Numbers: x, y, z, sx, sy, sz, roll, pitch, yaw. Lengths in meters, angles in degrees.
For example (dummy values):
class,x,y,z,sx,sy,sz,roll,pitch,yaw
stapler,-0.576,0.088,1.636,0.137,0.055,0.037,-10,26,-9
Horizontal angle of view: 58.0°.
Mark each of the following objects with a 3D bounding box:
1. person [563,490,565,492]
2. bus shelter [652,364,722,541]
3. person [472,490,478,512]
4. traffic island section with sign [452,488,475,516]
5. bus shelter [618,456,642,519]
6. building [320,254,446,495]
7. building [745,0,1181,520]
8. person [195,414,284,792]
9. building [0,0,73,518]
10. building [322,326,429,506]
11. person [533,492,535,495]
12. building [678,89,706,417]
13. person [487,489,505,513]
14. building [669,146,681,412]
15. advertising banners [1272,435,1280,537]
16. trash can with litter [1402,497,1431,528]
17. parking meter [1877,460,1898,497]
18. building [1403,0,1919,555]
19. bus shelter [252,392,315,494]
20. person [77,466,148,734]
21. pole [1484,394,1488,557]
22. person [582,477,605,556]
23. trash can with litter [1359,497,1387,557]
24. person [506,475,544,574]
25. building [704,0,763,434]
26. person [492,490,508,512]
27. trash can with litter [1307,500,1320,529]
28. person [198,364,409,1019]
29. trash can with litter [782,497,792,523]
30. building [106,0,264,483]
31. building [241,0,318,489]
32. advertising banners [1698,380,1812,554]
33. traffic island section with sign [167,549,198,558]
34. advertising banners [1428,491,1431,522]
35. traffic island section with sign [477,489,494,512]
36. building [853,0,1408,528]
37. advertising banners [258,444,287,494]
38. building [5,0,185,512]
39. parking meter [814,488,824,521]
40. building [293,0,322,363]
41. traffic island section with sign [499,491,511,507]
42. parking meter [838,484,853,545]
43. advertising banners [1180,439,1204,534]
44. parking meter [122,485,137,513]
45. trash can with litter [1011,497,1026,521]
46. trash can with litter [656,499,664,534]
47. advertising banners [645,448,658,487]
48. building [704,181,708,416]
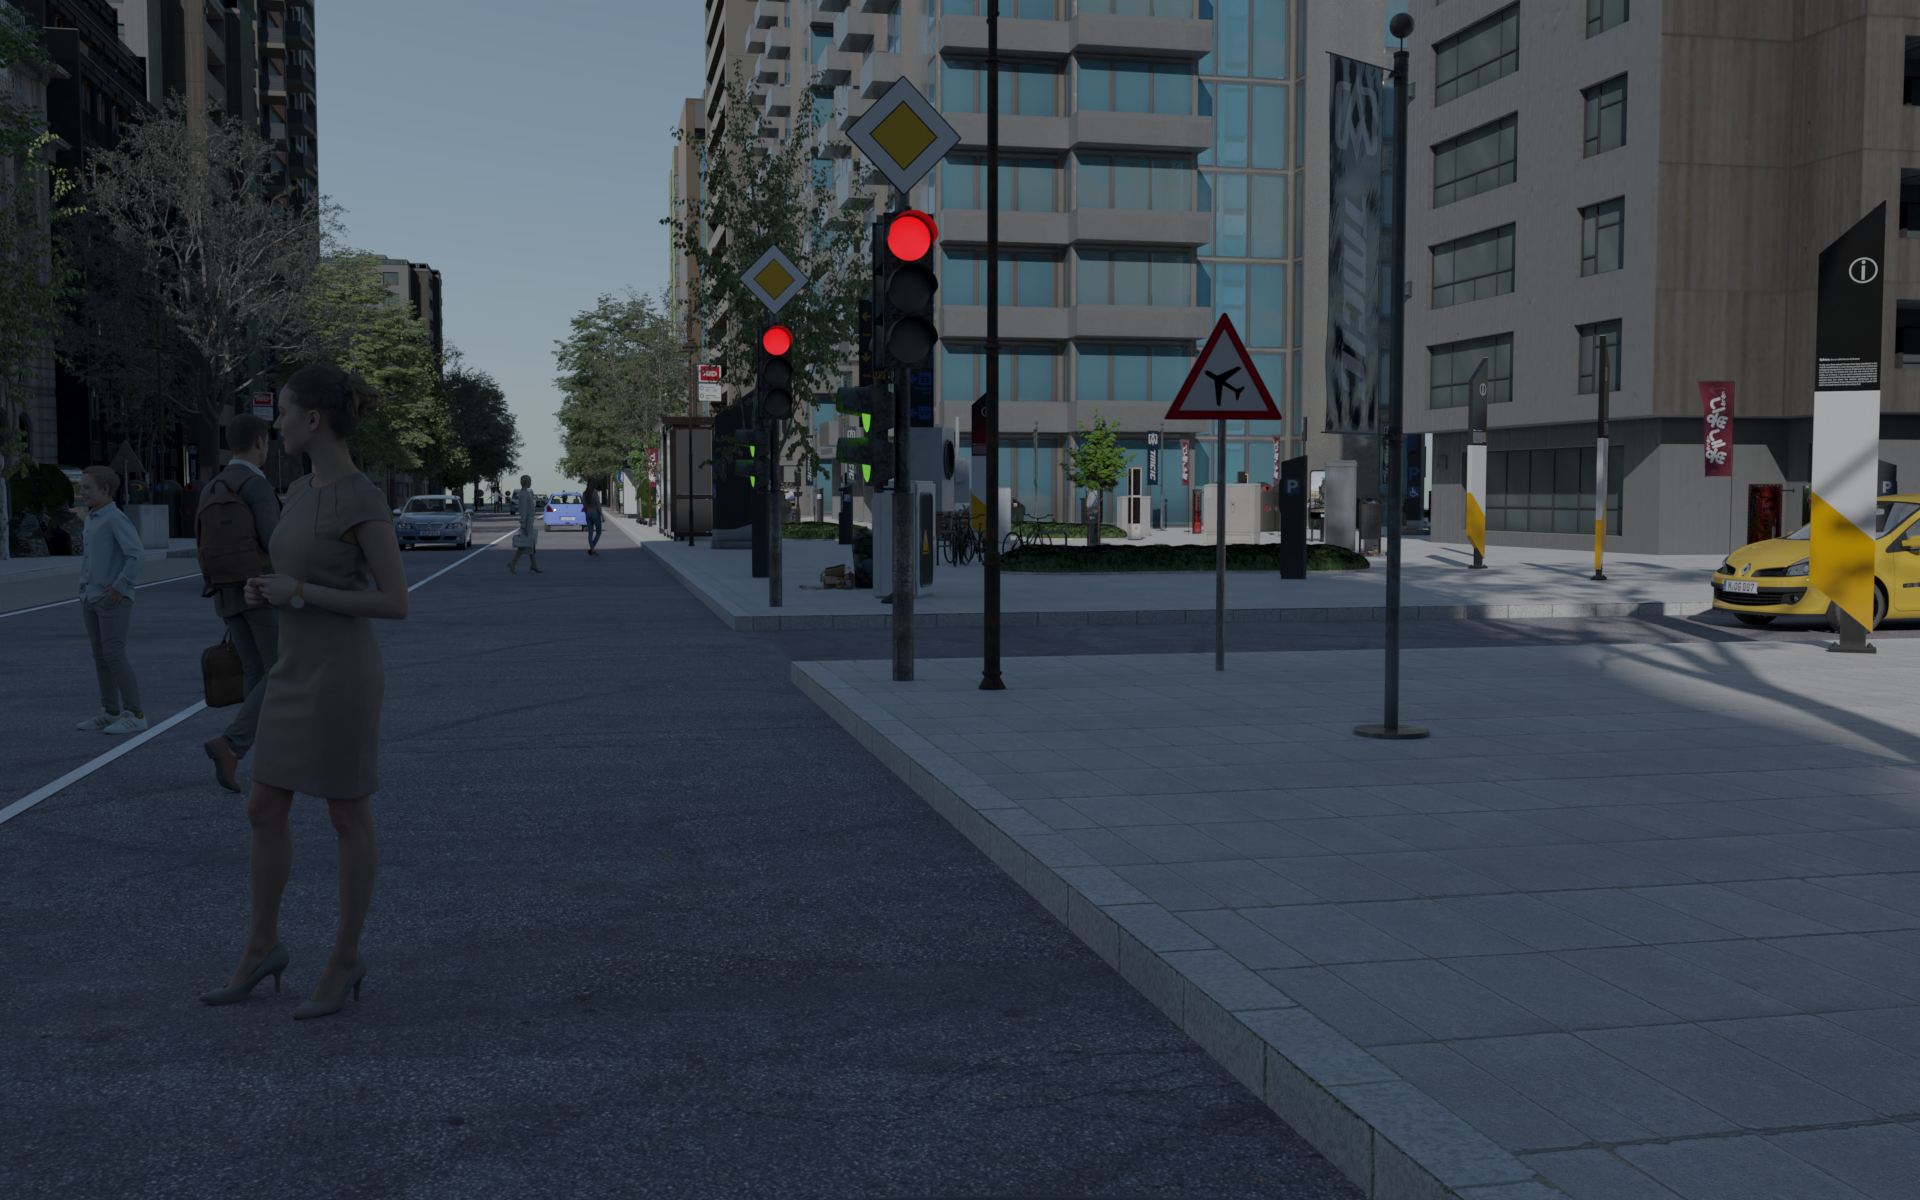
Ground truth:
class,x,y,z,sx,sy,sz,roll,pitch,yaw
person,-33.886,-8.482,147.710,0.750,1.759,0.617,-3,5,-44
bus shelter,-7.894,-4.492,51.074,2.179,5.291,8.768,-1,4,-12
person,-39.192,-7.996,139.924,0.721,1.739,1.217,-2,4,-31
traffic island section with sign,-33.427,-6.526,115.330,1.989,1.847,2.006,-1,4,-12
bus shelter,-16.179,-5.719,87.433,2.014,3.302,5.546,-1,4,-12
building,-71.260,-26.982,212.851,14.160,30.474,14.107,-1,4,-12
building,-2.122,-30.210,113.539,23.786,49.044,30.456,-1,4,-12
person,-3.548,-0.009,8.610,0.622,1.834,0.822,1,4,22
building,-36.971,-12.838,51.696,13.314,21.916,24.055,-1,4,-12
building,-74.048,-21.102,190.052,27.650,21.520,28.899,-1,4,-12
person,-54.246,-12.900,220.136,1.217,1.743,0.721,-1,4,-15
building,-23.917,-33.240,193.584,14.600,45.320,14.200,-1,4,-12
person,-34.415,-7.340,128.495,1.348,1.826,0.705,-2,4,-31
building,-27.296,-32.041,207.469,14.154,41.232,14.086,-1,4,-12
advertising banners,9.779,-3.408,51.901,0.090,3.025,2.074,2,4,35
trash can with litter,16.254,-3.085,61.831,1.055,1.170,0.624,0,4,-3
parking meter,15.531,-1.435,29.181,0.399,1.863,0.255,0,4,-8
building,19.789,-16.394,39.737,14.107,30.474,14.160,-1,4,-12
bus shelter,-27.179,-5.694,70.721,2.179,5.291,8.768,-1,4,-12
person,-5.193,-0.013,10.528,0.330,1.601,0.589,-3,5,-44
pole,10.603,-2.530,35.202,0.158,3.312,0.155,0,3,0
person,-8.462,-1.930,40.064,0.555,1.821,0.388,1,4,16
trash can with litter,8.095,-1.514,35.818,2.233,1.210,1.678,-2,4,-23
person,-7.879,-1.373,31.308,0.624,1.780,0.694,0,4,-5
building,-8.825,-31.497,138.684,21.300,48.544,21.600,-1,4,-12
person,-36.911,-7.935,138.926,1.217,1.739,0.721,-1,4,-9
trash can with litter,12.842,-3.159,63.031,0.624,1.170,1.055,0,4,7
person,-1.807,0.249,4.768,0.599,1.781,0.374,3,4,37
trash can with litter,-5.917,-2.948,59.580,0.624,1.170,1.055,-2,4,-34
building,-46.846,-19.742,94.486,14.160,30.474,14.107,-1,4,-12
building,-55.162,-28.108,114.190,22.147,44.769,28.867,-1,4,-12
advertising banners,12.419,-1.861,26.622,2.074,3.025,0.090,1,4,15
traffic island section with sign,-16.852,-1.891,39.539,1.989,1.847,2.006,-1,4,-12
advertising banners,21.797,-5.097,79.516,2.074,3.025,0.090,1,4,21
traffic island section with sign,-39.194,-8.137,141.664,1.989,1.847,2.006,-1,4,-12
building,5.687,-28.026,77.841,23.786,49.044,30.456,-1,4,-12
advertising banners,-25.613,-4.176,64.465,2.074,3.025,0.090,0,4,4
building,-40.527,-14.775,71.252,12.332,23.373,15.834,-1,4,-12
parking meter,-5.517,-3.623,67.648,0.372,1.533,0.369,0,3,0
building,-60.246,-42.771,137.551,20.563,71.187,20.611,-1,4,-12
traffic island section with sign,-50.984,-11.436,195.608,1.989,1.847,2.006,-1,4,-12
parking meter,-2.904,-2.179,44.045,0.372,1.533,0.369,0,3,0
advertising banners,7.655,-3.643,55.748,0.090,3.025,2.074,3,5,42
parking meter,-22.850,-2.403,47.693,0.372,1.533,0.369,0,3,0
trash can with litter,2.073,-2.738,56.146,1.055,1.170,0.624,0,4,-7
trash can with litter,-9.617,-2.739,56.171,0.624,1.170,1.055,-1,4,-19
advertising banners,-11.051,-4.274,66.063,2.074,3.025,0.090,1,4,17
building,-16.002,-23.504,155.989,14.160,30.474,14.107,-1,4,-12
